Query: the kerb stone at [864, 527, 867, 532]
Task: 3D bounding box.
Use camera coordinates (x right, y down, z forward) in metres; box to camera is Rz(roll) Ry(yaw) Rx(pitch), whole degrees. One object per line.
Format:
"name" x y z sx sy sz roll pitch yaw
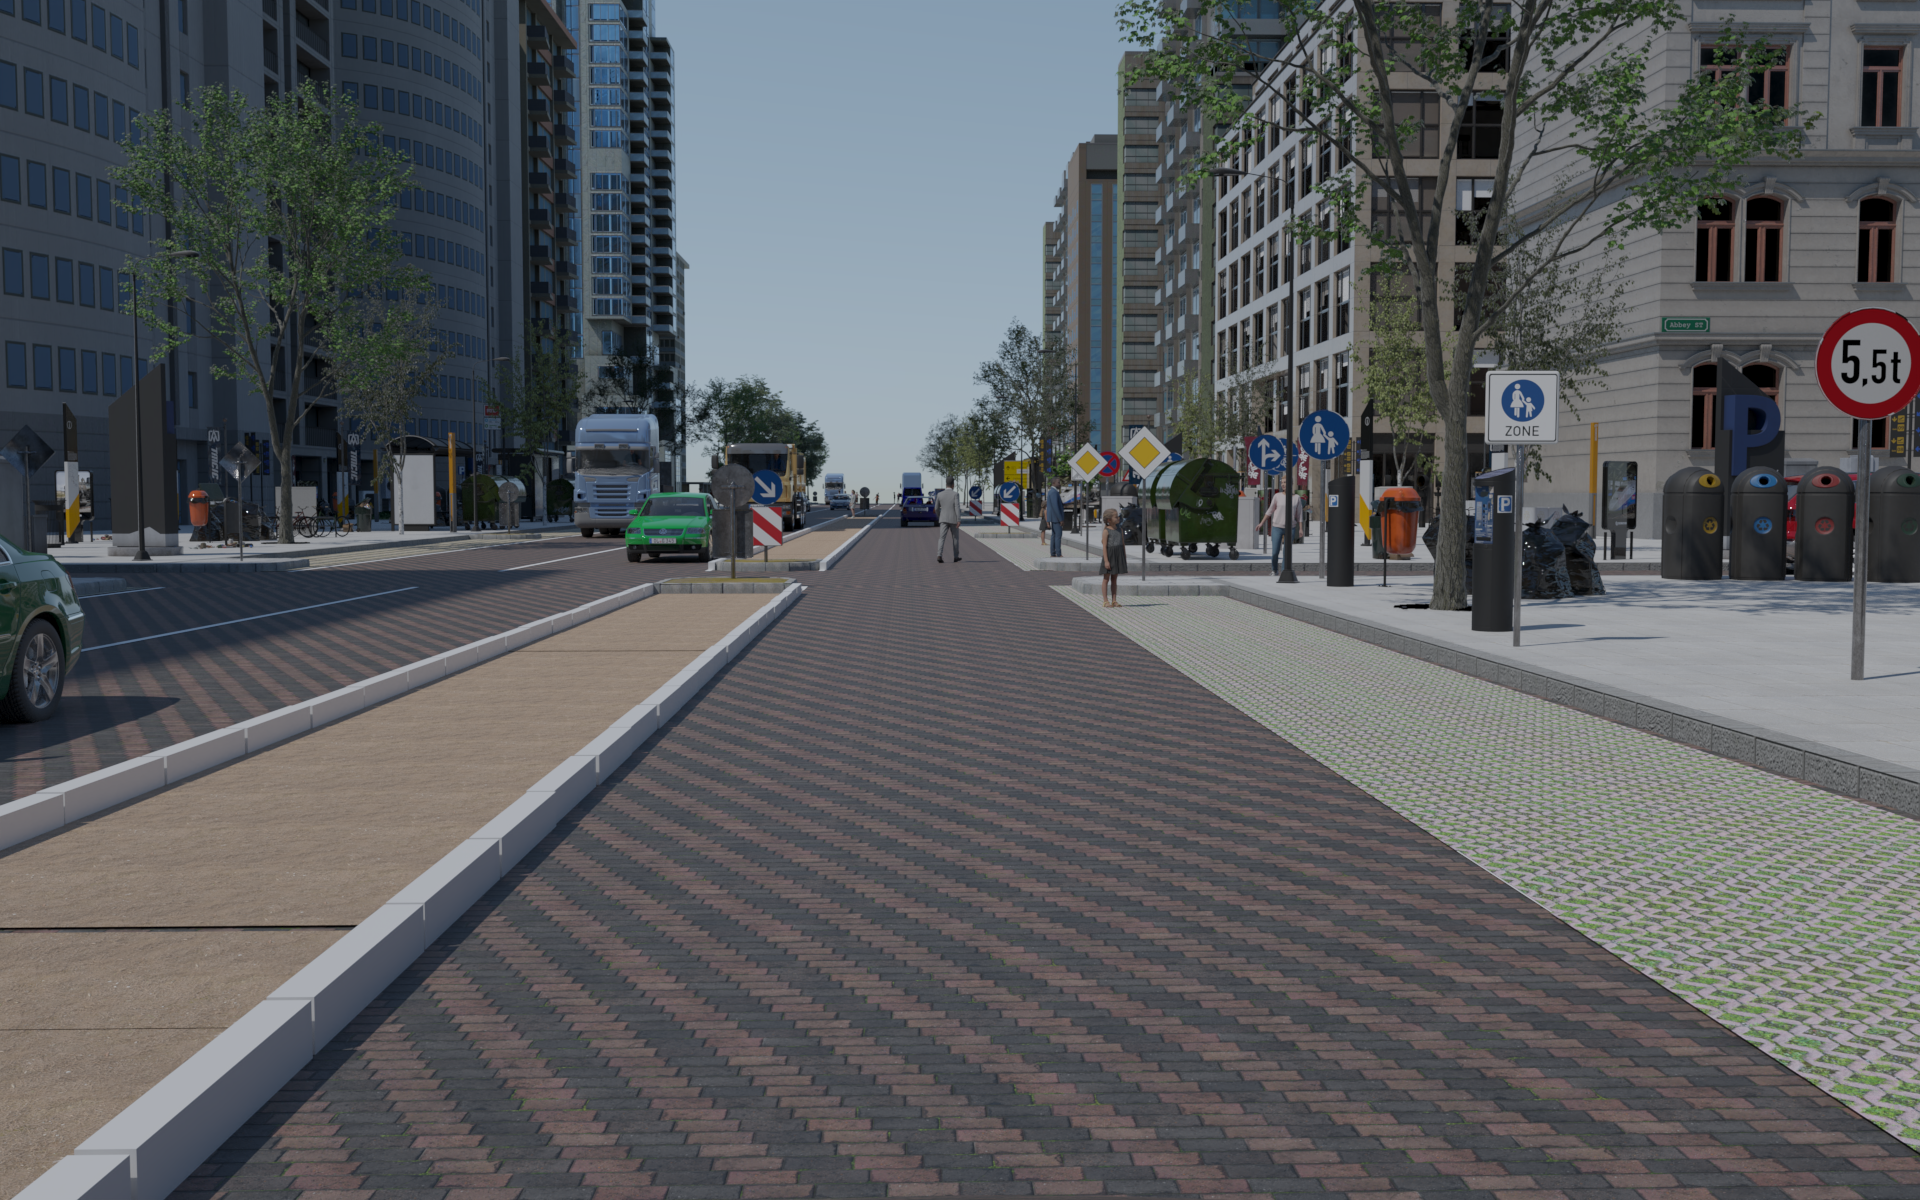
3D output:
"kerb stone" -3.476 -2.421 61.784 0.120 0.150 1.000 0 4 -2

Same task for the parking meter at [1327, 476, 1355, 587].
"parking meter" 5.284 -0.955 24.019 0.372 1.533 0.369 0 3 0

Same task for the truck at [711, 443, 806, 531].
"truck" -7.676 -4.442 68.554 3.469 3.379 9.791 0 4 -1

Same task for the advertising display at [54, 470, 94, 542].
"advertising display" -23.527 -2.496 46.026 0.974 1.923 0.123 0 3 0

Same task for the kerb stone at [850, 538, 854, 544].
"kerb stone" -3.035 -1.544 47.436 0.120 0.150 1.000 0 4 -2

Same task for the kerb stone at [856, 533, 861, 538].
"kerb stone" -3.223 -1.916 53.582 0.120 0.150 1.000 0 4 -2

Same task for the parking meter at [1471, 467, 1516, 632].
"parking meter" 4.999 -0.478 16.229 0.372 1.533 0.369 0 3 0

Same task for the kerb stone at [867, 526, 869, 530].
"kerb stone" -3.571 -2.610 64.873 0.120 0.150 1.000 0 4 -2

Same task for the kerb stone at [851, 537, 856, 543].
"kerb stone" -3.066 -1.607 48.466 0.120 0.150 1.000 0 4 -2

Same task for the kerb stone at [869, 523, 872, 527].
"kerb stone" -3.734 -2.924 69.997 0.120 0.150 1.000 0 4 -2

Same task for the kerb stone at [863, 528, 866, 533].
"kerb stone" -3.410 -2.295 59.732 0.120 0.150 1.000 0 4 -2

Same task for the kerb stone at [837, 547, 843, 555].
"kerb stone" -2.782 -1.043 39.250 0.120 0.150 1.000 0 4 -2

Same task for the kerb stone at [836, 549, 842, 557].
"kerb stone" -2.750 -0.981 38.227 0.120 0.150 1.000 0 4 -2

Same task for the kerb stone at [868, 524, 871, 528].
"kerb stone" -3.674 -2.799 67.954 0.120 0.150 1.000 0 4 -2

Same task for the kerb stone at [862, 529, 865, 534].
"kerb stone" -3.376 -2.233 58.711 0.120 0.150 1.000 0 4 -2

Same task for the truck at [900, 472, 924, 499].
"truck" -5.783 -13.391 208.698 2.967 4.110 18.799 0 4 -2

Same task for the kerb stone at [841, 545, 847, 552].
"kerb stone" -2.843 -1.168 41.299 0.120 0.150 1.000 0 4 -2

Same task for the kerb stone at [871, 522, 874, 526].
"kerb stone" -3.824 -3.111 73.065 0.120 0.150 1.000 0 4 -2

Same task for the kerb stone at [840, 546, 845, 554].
"kerb stone" -2.816 -1.106 40.277 0.120 0.150 1.000 0 4 -2

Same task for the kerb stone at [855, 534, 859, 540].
"kerb stone" -3.164 -1.794 51.536 0.120 0.150 1.000 0 4 -2

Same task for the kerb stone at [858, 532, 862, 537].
"kerb stone" -3.256 -1.983 54.611 0.120 0.150 1.000 0 4 -2

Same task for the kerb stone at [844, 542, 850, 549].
"kerb stone" -2.905 -1.293 43.343 0.120 0.150 1.000 0 4 -2

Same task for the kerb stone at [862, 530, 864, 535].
"kerb stone" -3.343 -2.170 57.682 0.120 0.150 1.000 0 4 -2

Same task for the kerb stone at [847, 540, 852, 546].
"kerb stone" -2.973 -1.419 45.393 0.120 0.150 1.000 0 4 -2

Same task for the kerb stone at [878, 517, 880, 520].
"kerb stone" -4.305 -4.053 88.455 0.120 0.150 1.000 0 4 -2

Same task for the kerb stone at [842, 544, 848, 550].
"kerb stone" -2.879 -1.226 42.320 0.120 0.150 1.000 0 4 -2

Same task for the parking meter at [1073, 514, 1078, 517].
"parking meter" 6.464 -5.454 97.582 0.372 1.533 0.369 0 3 0

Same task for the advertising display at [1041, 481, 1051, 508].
"advertising display" 4.468 -4.907 85.448 0.974 1.923 0.123 2 4 23

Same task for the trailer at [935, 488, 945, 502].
"trailer" -2.049 -10.216 174.074 1.471 1.999 3.904 0 4 -3

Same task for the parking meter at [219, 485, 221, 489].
"parking meter" -28.498 -3.703 66.247 0.399 1.863 0.255 -2 4 -35

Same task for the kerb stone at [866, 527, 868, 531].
"kerb stone" -3.508 -2.482 62.810 0.120 0.150 1.000 0 4 -2

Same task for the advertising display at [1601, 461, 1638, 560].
"advertising display" 12.872 -1.749 33.813 0.974 1.923 0.123 -2 4 -35

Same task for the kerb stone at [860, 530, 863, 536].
"kerb stone" -3.322 -2.108 56.656 0.120 0.150 1.000 0 4 -2

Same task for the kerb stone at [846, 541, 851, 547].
"kerb stone" -2.942 -1.356 44.365 0.120 0.150 1.000 0 4 -2

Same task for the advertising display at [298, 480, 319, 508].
"advertising display" -30.274 -4.602 80.456 0.123 1.923 0.974 3 4 38

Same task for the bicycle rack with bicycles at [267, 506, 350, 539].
"bicycle rack with bicycles" -19.492 -2.316 51.251 2.925 0.926 2.852 -3 5 -42

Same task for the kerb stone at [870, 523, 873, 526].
"kerb stone" -3.752 -2.986 71.019 0.120 0.150 1.000 0 4 -2

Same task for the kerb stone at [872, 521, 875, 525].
"kerb stone" -3.880 -3.237 75.115 0.120 0.150 1.000 0 4 -2

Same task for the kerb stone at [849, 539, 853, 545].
"kerb stone" -3.004 -1.481 46.415 0.120 0.150 1.000 0 4 -2

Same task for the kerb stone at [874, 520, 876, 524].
"kerb stone" -3.984 -3.424 78.199 0.120 0.150 1.000 0 4 -2

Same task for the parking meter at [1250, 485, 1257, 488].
"parking meter" 14.268 -4.790 84.032 0.255 1.863 0.399 2 4 34

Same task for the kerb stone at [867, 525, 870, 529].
"kerb stone" -3.601 -2.671 65.899 0.120 0.150 1.000 0 4 -2

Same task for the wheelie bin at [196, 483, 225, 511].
"wheelie bin" -22.007 -2.618 50.710 0.693 1.594 0.980 2 4 30

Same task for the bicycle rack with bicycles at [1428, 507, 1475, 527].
"bicycle rack with bicycles" 14.432 -2.137 48.322 2.852 0.926 2.925 0 4 6

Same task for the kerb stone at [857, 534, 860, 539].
"kerb stone" -3.190 -1.849 52.559 0.120 0.150 1.000 0 4 -2

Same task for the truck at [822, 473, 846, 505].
"truck" -16.284 -14.742 230.784 2.967 4.110 18.799 0 4 -1

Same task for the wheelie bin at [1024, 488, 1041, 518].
"wheelie bin" 3.906 -5.188 92.735 0.980 1.594 0.693 1 4 9

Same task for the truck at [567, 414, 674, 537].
"truck" -11.688 -4.553 64.195 2.967 4.110 18.799 0 4 -3

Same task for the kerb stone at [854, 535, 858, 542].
"kerb stone" -3.132 -1.723 50.515 0.120 0.150 1.000 0 4 -2

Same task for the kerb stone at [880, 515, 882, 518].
"kerb stone" -4.516 -4.483 95.635 0.120 0.150 1.000 0 4 -2

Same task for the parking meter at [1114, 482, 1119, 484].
"parking meter" 7.289 -4.544 80.012 0.399 1.863 0.255 1 4 12
